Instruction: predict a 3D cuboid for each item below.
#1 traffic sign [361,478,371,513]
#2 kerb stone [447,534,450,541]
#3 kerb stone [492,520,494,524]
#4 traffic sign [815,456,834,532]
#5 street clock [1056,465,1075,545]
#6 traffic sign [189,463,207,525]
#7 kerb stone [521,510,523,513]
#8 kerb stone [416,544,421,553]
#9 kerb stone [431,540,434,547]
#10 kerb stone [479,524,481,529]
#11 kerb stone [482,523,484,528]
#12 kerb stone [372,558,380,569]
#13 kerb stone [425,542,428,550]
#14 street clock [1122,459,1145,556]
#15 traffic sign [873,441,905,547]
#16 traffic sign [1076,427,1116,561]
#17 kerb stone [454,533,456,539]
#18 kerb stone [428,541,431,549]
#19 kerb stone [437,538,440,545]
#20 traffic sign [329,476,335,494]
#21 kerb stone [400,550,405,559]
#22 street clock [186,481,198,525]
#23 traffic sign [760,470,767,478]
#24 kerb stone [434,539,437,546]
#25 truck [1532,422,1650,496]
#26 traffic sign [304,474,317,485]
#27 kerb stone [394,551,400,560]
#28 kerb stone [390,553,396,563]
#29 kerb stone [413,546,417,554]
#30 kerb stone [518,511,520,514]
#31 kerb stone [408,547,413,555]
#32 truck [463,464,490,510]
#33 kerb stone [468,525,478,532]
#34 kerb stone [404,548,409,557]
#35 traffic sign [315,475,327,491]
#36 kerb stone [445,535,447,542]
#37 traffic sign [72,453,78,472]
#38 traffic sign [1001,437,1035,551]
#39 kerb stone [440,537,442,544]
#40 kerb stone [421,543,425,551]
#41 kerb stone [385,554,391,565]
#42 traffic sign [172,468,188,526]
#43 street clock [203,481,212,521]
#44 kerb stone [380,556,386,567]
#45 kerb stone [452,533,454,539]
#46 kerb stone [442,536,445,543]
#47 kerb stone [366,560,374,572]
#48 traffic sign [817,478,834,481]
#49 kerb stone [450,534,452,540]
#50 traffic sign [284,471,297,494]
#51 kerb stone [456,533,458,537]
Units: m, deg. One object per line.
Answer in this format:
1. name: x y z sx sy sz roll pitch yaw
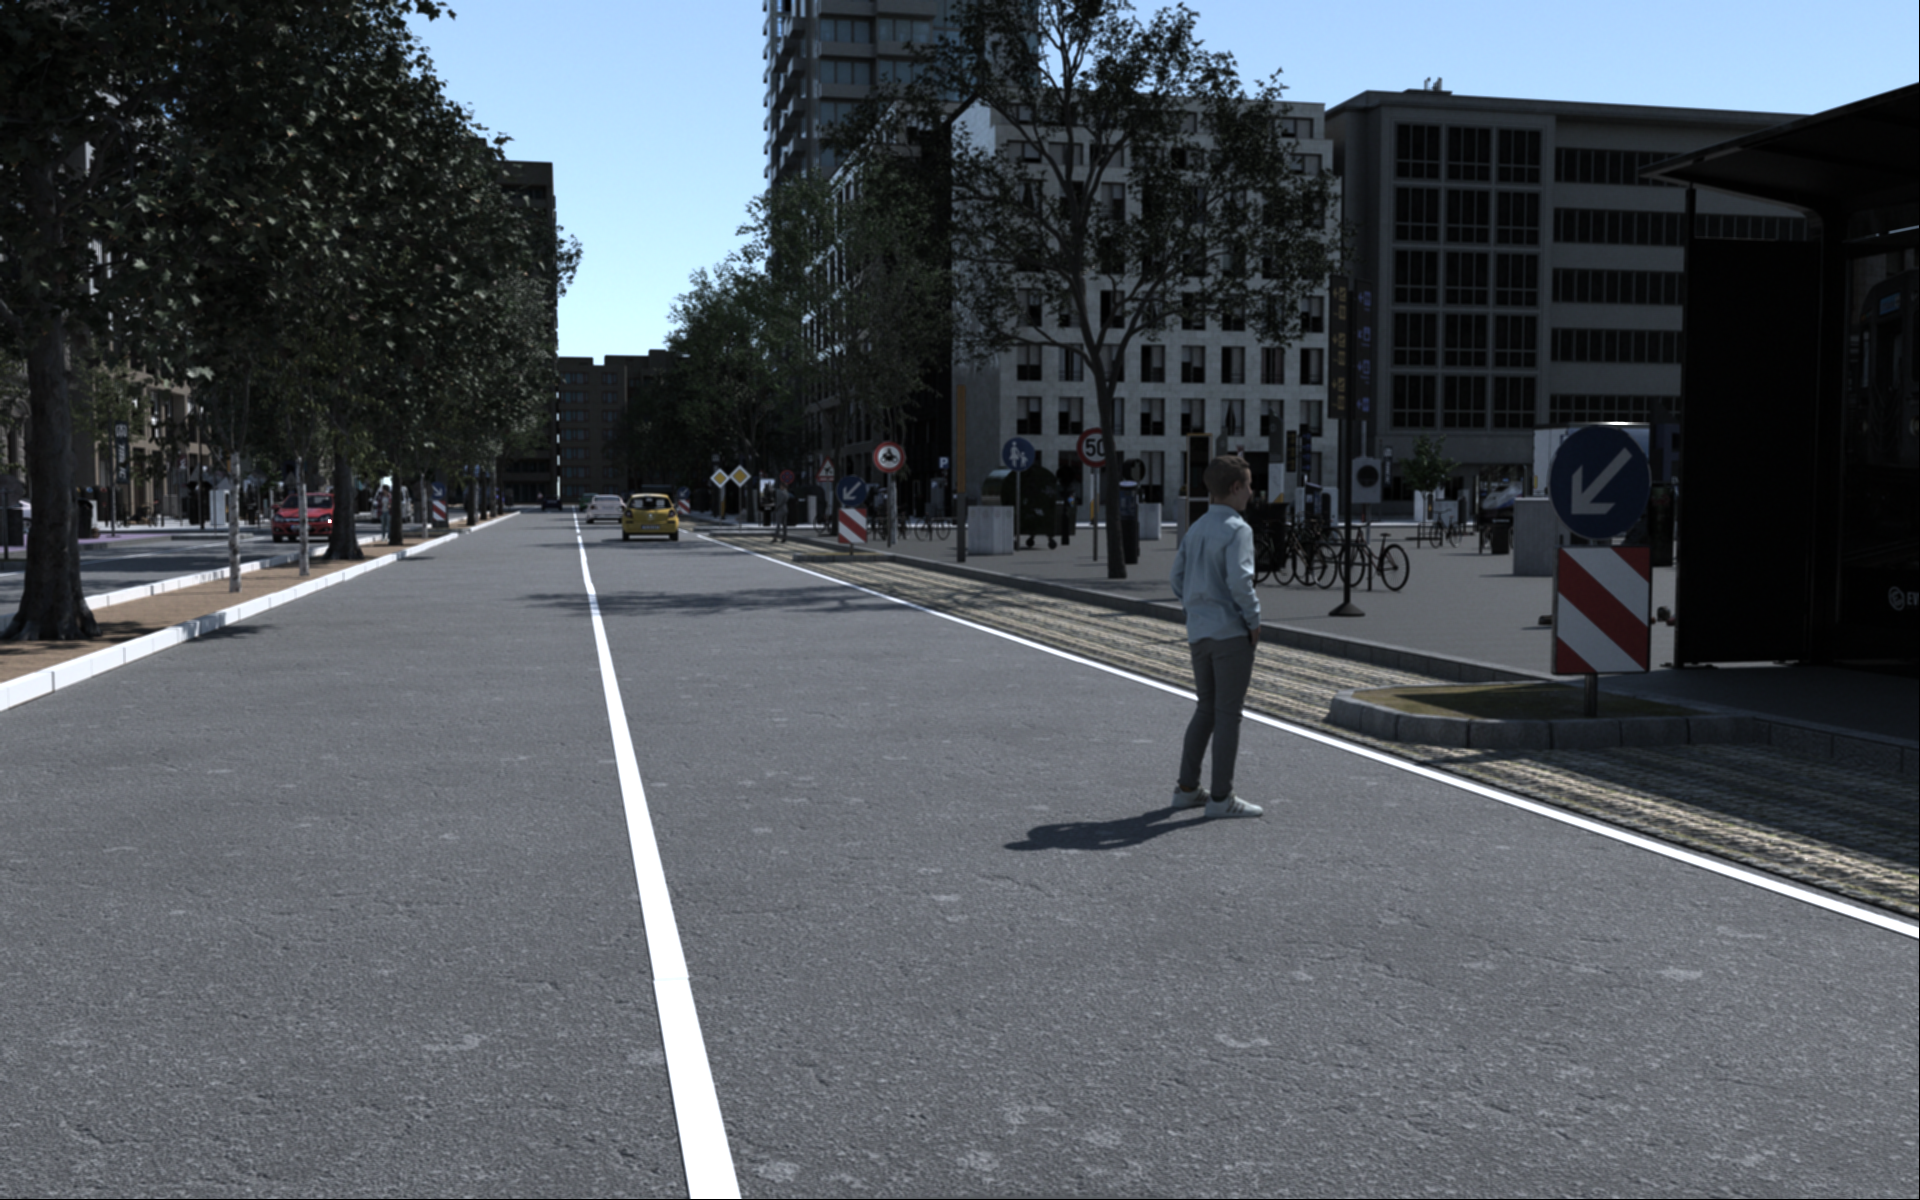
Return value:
1. traffic sign: -40.973 -7.249 119.699 0.795 2.450 0.064 -1 4 -12
2. kerb stone: -15.494 -1.824 52.024 0.120 0.150 1.000 -1 4 -13
3. kerb stone: -22.140 -3.630 81.548 0.120 0.150 1.000 -1 4 -13
4. traffic sign: -4.465 -3.584 58.599 0.884 2.594 0.081 0 4 -4
5. street clock: 2.659 -2.393 43.696 0.471 2.002 0.358 0 4 -2
6. traffic sign: -31.407 -4.373 71.498 0.884 2.594 0.081 -1 4 -9
7. kerb stone: -32.479 -6.444 127.561 0.120 0.150 1.000 -1 4 -13
8. kerb stone: -13.242 -1.212 42.015 0.120 0.150 1.000 -1 4 -13
9. kerb stone: -14.150 -1.457 46.022 0.120 0.150 1.000 -1 4 -13
10. kerb stone: -19.429 -2.895 69.531 0.120 0.150 1.000 -1 4 -13
11. kerb stone: -19.872 -3.017 71.531 0.120 0.150 1.000 -1 4 -13
12. kerb stone: -11.224 -0.661 33.013 0.120 0.150 1.000 -1 4 -13
13. kerb stone: -13.688 -1.327 44.010 0.120 0.150 1.000 -1 4 -13
14. street clock: 3.569 -1.899 35.621 0.471 2.002 0.358 -3 5 -42
15. traffic sign: -1.705 -2.541 41.647 0.768 2.556 0.104 0 4 -7
16. traffic sign: 2.601 -2.024 33.193 0.768 2.556 0.104 0 4 -4
17. kerb stone: -16.173 -2.007 55.017 0.120 0.150 1.000 -1 4 -13
18. kerb stone: -13.919 -1.396 45.014 0.120 0.150 1.000 -1 4 -13
19. kerb stone: -14.595 -1.578 48.020 0.120 0.150 1.000 -1 4 -13
20. traffic sign: -41.520 -7.026 114.978 0.768 2.556 0.104 0 4 -4
21. kerb stone: -12.354 -0.967 38.009 0.120 0.150 1.000 -1 4 -13
22. street clock: -31.899 -4.122 71.963 0.471 2.002 0.358 -1 4 -17
23. traffic sign: -10.459 -5.529 90.503 0.768 2.556 0.104 0 4 -4
24. kerb stone: -14.374 -1.518 47.019 0.120 0.150 1.000 -1 4 -13
25. truck: 28.822 -4.970 70.171 11.283 4.237 2.839 -1 4 -14
26. traffic sign: -39.351 -6.411 104.924 0.768 2.556 0.104 0 4 -7
27. kerb stone: -12.125 -0.905 37.014 0.120 0.150 1.000 -1 4 -13
28. kerb stone: -11.902 -0.844 36.007 0.120 0.150 1.000 -1 4 -13
29. kerb stone: -13.017 -1.150 41.013 0.120 0.150 1.000 -1 4 -13
30. kerb stone: -30.901 -6.015 120.541 0.120 0.150 1.000 -1 4 -13
31. kerb stone: -12.797 -1.090 40.013 0.120 0.150 1.000 -1 4 -13
32. truck: -44.160 -10.363 159.200 2.967 4.110 18.799 -1 4 -14
33. kerb stone: -18.984 -2.770 67.536 0.120 0.150 1.000 -1 4 -13
34. kerb stone: -12.572 -1.024 39.016 0.120 0.150 1.000 -1 4 -13
35. traffic sign: -43.407 -7.187 117.621 0.768 2.556 0.104 -1 4 -11
36. kerb stone: -15.279 -1.761 51.025 0.120 0.150 1.000 -1 4 -13
37. traffic sign: -25.313 -2.984 48.897 0.768 2.556 0.104 -1 4 -12
38. traffic sign: 1.305 -2.374 38.927 0.768 2.556 0.104 0 4 -7
39. kerb stone: -14.825 -1.641 49.026 0.120 0.150 1.000 -1 4 -13
40. kerb stone: -13.466 -1.269 43.013 0.120 0.150 1.000 -1 4 -13
41. kerb stone: -11.666 -0.784 35.013 0.120 0.150 1.000 -1 4 -13
42. traffic sign: -30.793 -4.055 68.435 0.606 2.300 0.079 0 4 -7
43. street clock: -36.187 -4.814 83.283 0.358 2.002 0.471 3 4 36
44. kerb stone: -11.444 -0.722 34.015 0.120 0.150 1.000 -1 4 -13
45. kerb stone: -15.948 -1.942 54.017 0.120 0.150 1.000 -1 4 -13
46. kerb stone: -15.052 -1.697 50.023 0.120 0.150 1.000 -1 4 -13
47. kerb stone: -10.993 -0.595 32.003 0.120 0.150 1.000 -1 4 -13
48. traffic sign: -5.554 -4.452 72.787 0.884 2.594 0.081 0 4 -3
49. kerb stone: -15.720 -1.885 53.021 0.120 0.150 1.000 -1 4 -13
50. traffic sign: -37.632 -5.961 97.464 0.884 2.594 0.081 -1 4 -10
51. kerb stone: -16.390 -2.069 56.016 0.120 0.150 1.000 -1 4 -13
